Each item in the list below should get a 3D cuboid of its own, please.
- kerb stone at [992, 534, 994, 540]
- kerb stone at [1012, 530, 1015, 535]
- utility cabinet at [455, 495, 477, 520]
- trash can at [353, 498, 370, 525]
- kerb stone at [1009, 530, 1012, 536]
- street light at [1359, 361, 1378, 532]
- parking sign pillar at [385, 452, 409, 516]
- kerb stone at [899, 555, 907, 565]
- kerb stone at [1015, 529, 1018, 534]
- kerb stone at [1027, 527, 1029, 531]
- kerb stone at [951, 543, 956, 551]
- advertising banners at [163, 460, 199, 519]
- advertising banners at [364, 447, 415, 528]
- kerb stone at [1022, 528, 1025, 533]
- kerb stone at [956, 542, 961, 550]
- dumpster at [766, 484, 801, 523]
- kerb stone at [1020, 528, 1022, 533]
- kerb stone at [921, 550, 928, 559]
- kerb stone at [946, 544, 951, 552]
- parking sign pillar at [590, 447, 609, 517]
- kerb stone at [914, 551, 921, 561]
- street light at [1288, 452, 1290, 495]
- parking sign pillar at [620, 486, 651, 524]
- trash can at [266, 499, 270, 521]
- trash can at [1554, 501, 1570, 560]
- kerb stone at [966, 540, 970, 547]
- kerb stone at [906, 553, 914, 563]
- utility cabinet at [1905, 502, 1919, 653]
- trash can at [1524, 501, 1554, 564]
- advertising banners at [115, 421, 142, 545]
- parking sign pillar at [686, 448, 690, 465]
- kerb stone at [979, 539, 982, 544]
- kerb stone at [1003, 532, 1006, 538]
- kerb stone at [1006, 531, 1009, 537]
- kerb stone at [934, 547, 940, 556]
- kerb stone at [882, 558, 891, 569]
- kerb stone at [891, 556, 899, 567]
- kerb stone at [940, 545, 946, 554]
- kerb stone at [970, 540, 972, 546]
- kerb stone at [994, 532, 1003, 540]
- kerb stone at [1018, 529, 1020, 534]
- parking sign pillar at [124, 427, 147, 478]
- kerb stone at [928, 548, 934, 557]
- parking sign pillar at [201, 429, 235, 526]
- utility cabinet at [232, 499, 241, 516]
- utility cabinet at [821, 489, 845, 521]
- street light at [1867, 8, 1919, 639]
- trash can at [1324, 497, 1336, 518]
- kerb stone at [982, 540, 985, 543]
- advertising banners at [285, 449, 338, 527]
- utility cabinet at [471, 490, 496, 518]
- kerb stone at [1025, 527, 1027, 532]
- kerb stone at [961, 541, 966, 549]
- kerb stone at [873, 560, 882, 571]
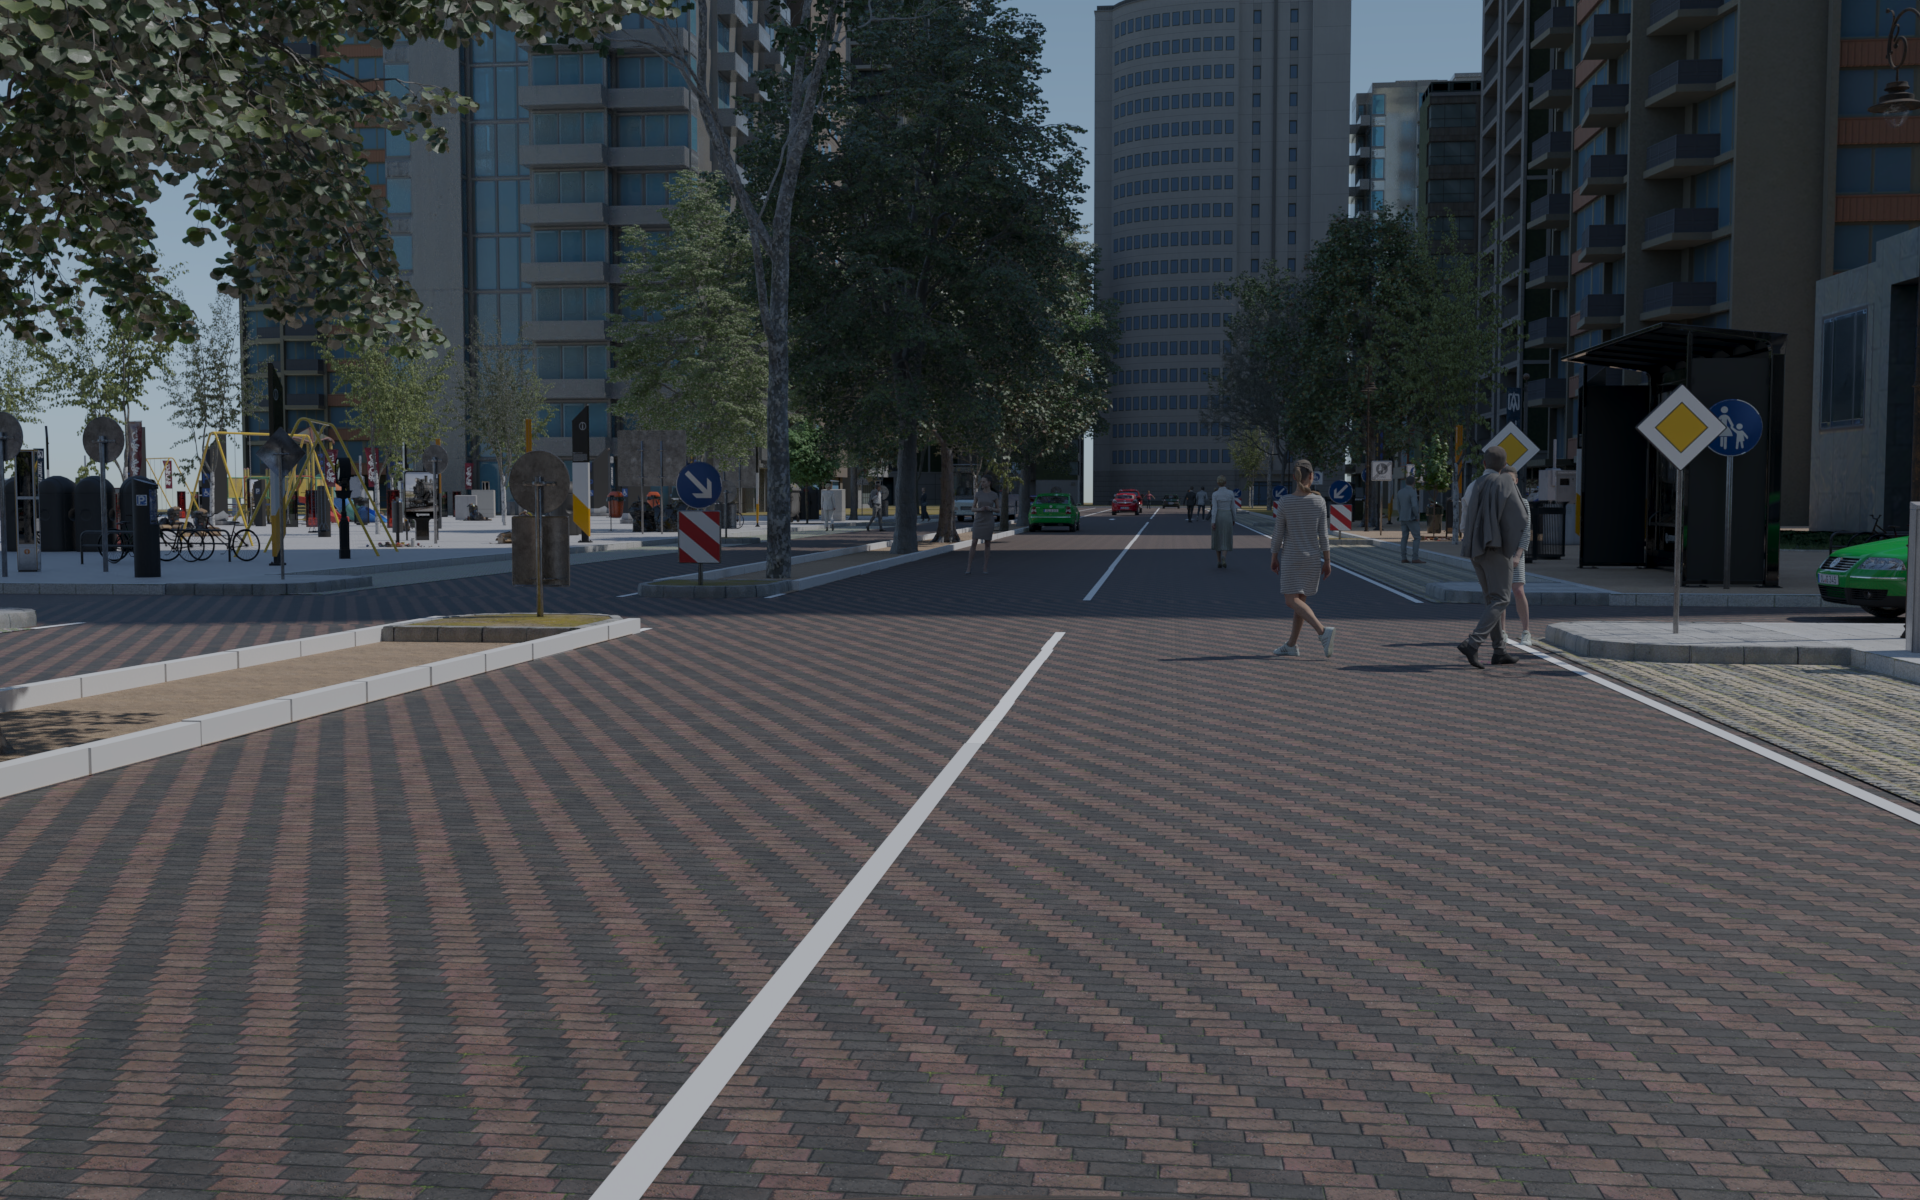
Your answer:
[{"bbox_3d":[0.836,-1.859,52.584,0.120,0.150,1.000,0,4,7],"label":"kerb stone"},{"bbox_3d":[1.703,-2.295,59.723,0.120,0.150,1.000,0,4,7],"label":"kerb stone"},{"bbox_3d":[-24.464,-4.564,85.789,1.020,1.237,0.306,0,4,-3],"label":"utility cabinet"},{"bbox_3d":[-24.679,-3.656,71.437,0.748,1.137,0.748,0,3,0],"label":"trash can"},{"bbox_3d":[1.583,-2.233,58.708,0.120,0.150,1.000,0,4,7],"label":"kerb stone"},{"bbox_3d":[13.890,-5.274,59.016,0.468,5.910,1.993,0,4,7],"label":"street light"},{"bbox_3d":[-33.205,-6.960,102.273,1.447,3.967,1.447,-1,4,-19],"label":"parking sign pillar"},{"bbox_3d":[-1.273,-0.793,35.275,0.120,0.150,1.000,0,4,7],"label":"kerb stone"},{"bbox_3d":[1.831,-2.357,60.737,0.120,0.150,1.000,0,4,7],"label":"kerb stone"},{"bbox_3d":[2.435,-2.668,65.814,0.120,0.150,1.000,0,4,7],"label":"kerb stone"},{"bbox_3d":[-0.284,-1.298,43.411,0.120,0.150,1.000,0,4,7],"label":"kerb stone"},{"bbox_3d":[-40.612,-5.760,90.369,0.090,3.025,2.074,2,4,34],"label":"advertising banners"},{"bbox_3d":[-21.315,-4.221,65.204,2.074,3.025,0.090,-2,4,-26],"label":"advertising banners"},{"bbox_3d":[2.198,-2.543,63.783,0.120,0.150,1.000,0,4,7],"label":"kerb stone"},{"bbox_3d":[-0.156,-1.358,44.435,0.120,0.150,1.000,0,4,7],"label":"kerb stone"},{"bbox_3d":[-7.958,-4.426,78.121,1.264,1.857,1.865,0,4,7],"label":"dumpster"},{"bbox_3d":[2.068,-2.479,62.768,0.120,0.150,1.000,0,4,7],"label":"kerb stone"},{"bbox_3d":[-0.900,-0.983,38.327,0.120,0.150,1.000,0,4,7],"label":"kerb stone"},{"bbox_3d":[-0.400,-1.235,42.396,0.120,0.150,1.000,0,4,7],"label":"kerb stone"},{"bbox_3d":[-20.791,-6.798,99.616,1.447,3.967,1.447,2,4,30],"label":"parking sign pillar"},{"bbox_3d":[-1.016,-0.924,37.303,0.120,0.150,1.000,0,4,7],"label":"kerb stone"},{"bbox_3d":[18.582,-7.644,97.765,0.468,5.910,1.993,0,4,7],"label":"street light"},{"bbox_3d":[-14.035,-5.295,75.045,1.447,3.967,1.447,3,4,38],"label":"parking sign pillar"},{"bbox_3d":[-31.413,-4.133,79.228,0.748,1.137,0.748,0,3,0],"label":"trash can"},{"bbox_3d":[11.548,-1.363,33.945,0.748,1.137,0.748,0,3,0],"label":"trash can"},{"bbox_3d":[0.086,-1.483,46.468,0.120,0.150,1.000,0,4,7],"label":"kerb stone"},{"bbox_3d":[-1.152,-0.862,36.290,0.120,0.150,1.000,0,4,7],"label":"kerb stone"},{"bbox_3d":[8.212,-0.168,13.913,1.020,1.237,0.306,1,4,19],"label":"utility cabinet"},{"bbox_3d":[10.412,-1.255,32.174,0.748,1.137,0.748,0,3,0],"label":"trash can"},{"bbox_3d":[-20.343,-2.788,41.776,2.074,3.025,0.090,2,4,30],"label":"advertising banners"},{"bbox_3d":[-15.954,-6.891,101.144,1.447,3.967,1.447,-1,4,-10],"label":"parking sign pillar"},{"bbox_3d":[0.456,-1.672,49.529,0.120,0.150,1.000,0,4,7],"label":"kerb stone"},{"bbox_3d":[1.319,-2.105,56.665,0.120,0.150,1.000,0,4,7],"label":"kerb stone"},{"bbox_3d":[1.447,-2.171,57.685,0.120,0.150,1.000,0,4,7],"label":"kerb stone"},{"bbox_3d":[-0.654,-1.106,40.365,0.120,0.150,1.000,0,4,7],"label":"kerb stone"},{"bbox_3d":[-1.513,-0.675,33.234,0.120,0.150,1.000,0,4,7],"label":"kerb stone"},{"bbox_3d":[-1.395,-0.736,34.255,0.120,0.150,1.000,0,4,7],"label":"kerb stone"},{"bbox_3d":[-0.527,-1.172,41.379,0.120,0.150,1.000,0,4,7],"label":"kerb stone"},{"bbox_3d":[0.205,-1.544,47.484,0.120,0.150,1.000,0,4,7],"label":"kerb stone"},{"bbox_3d":[1.203,-2.046,55.649,0.120,0.150,1.000,0,4,7],"label":"kerb stone"},{"bbox_3d":[1.945,-2.419,61.753,0.120,0.150,1.000,0,4,7],"label":"kerb stone"},{"bbox_3d":[-32.750,-4.913,68.800,1.447,3.967,1.447,0,4,-6],"label":"parking sign pillar"},{"bbox_3d":[-0.778,-1.047,39.346,0.120,0.150,1.000,0,4,7],"label":"kerb stone"},{"bbox_3d":[-30.629,-5.057,71.149,1.447,3.967,1.447,0,4,6],"label":"parking sign pillar"},{"bbox_3d":[-42.765,-5.733,102.413,0.318,1.500,1.173,-1,4,-12],"label":"utility cabinet"},{"bbox_3d":[-5.895,-4.391,80.473,1.173,1.500,0.318,2,4,31],"label":"utility cabinet"},{"bbox_3d":[8.469,-2.596,15.235,0.468,5.910,1.993,0,4,7],"label":"street light"},{"bbox_3d":[19.935,-4.985,93.152,0.748,1.137,0.748,0,3,0],"label":"trash can"},{"bbox_3d":[0.707,-1.794,51.558,0.120,0.150,1.000,0,4,7],"label":"kerb stone"},{"bbox_3d":[-25.151,-4.338,67.122,2.074,3.025,0.090,-1,4,-13],"label":"advertising banners"},{"bbox_3d":[-25.278,-5.089,91.891,1.173,1.500,0.318,0,4,1],"label":"utility cabinet"},{"bbox_3d":[2.316,-2.606,64.799,0.120,0.150,1.000,0,4,7],"label":"kerb stone"},{"bbox_3d":[-0.036,-1.422,45.453,0.120,0.150,1.000,0,4,7],"label":"kerb stone"},{"bbox_3d":[-1.646,-0.613,32.220,0.120,0.150,1.000,0,4,7],"label":"kerb stone"}]
